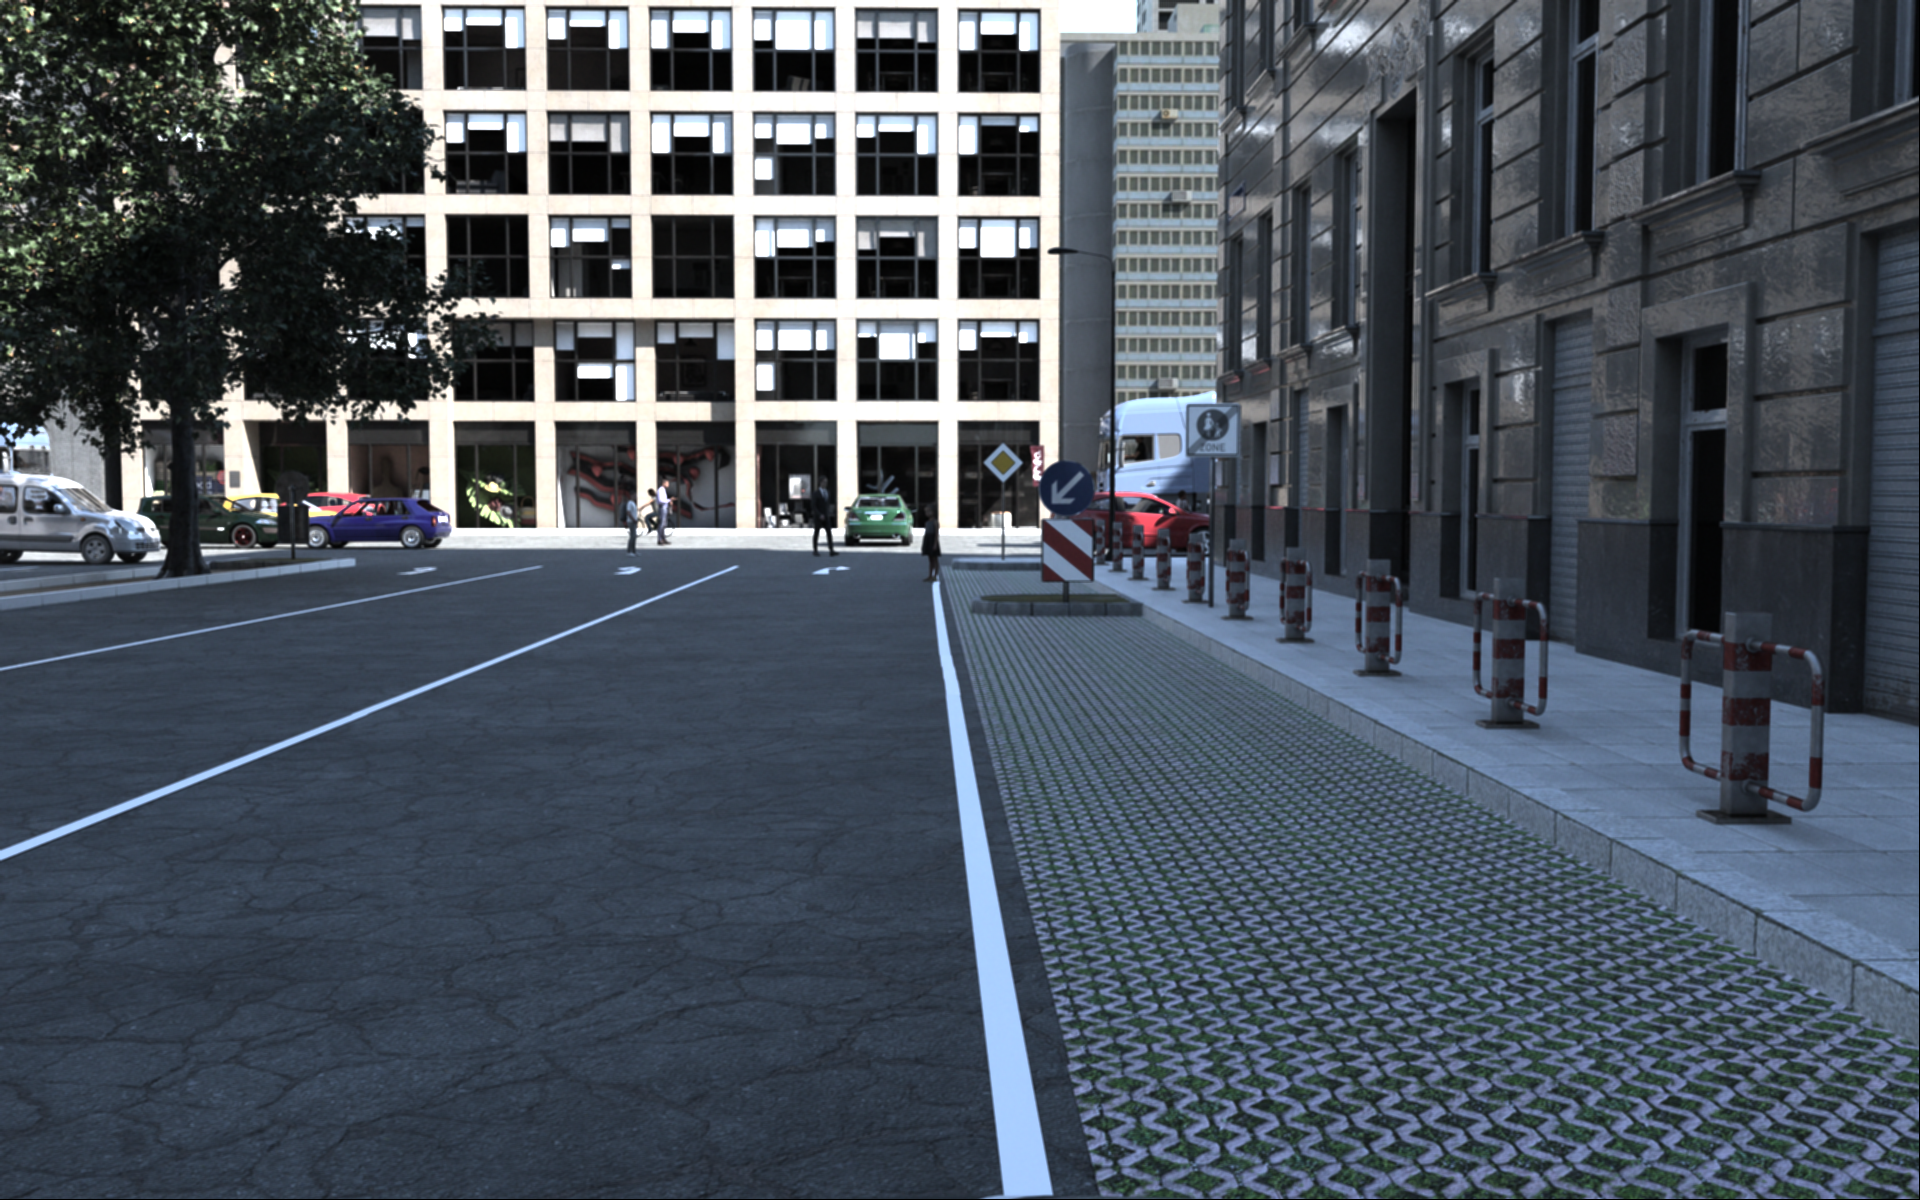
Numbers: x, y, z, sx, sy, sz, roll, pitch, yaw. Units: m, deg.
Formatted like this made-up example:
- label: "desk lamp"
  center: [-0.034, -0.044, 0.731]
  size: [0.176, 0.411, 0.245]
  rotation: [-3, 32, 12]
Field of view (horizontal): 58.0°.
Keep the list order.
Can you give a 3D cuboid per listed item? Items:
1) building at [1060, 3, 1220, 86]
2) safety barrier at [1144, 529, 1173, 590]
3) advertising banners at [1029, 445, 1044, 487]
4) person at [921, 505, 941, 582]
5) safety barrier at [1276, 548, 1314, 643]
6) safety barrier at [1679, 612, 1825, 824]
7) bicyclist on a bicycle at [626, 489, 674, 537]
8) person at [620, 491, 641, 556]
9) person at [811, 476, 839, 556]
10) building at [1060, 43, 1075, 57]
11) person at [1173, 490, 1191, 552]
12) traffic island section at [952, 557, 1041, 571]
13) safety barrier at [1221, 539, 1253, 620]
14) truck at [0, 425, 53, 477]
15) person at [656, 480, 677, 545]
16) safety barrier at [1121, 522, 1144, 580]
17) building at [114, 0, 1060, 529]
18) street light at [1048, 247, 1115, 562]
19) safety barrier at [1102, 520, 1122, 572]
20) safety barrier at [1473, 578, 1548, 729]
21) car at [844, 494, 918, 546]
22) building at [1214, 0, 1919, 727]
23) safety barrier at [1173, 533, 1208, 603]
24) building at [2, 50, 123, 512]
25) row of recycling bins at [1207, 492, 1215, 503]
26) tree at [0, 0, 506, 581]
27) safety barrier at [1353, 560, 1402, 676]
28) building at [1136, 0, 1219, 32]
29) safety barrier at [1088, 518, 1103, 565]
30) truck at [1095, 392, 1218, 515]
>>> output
- label: "building"
  center: [17.944, -27.505, 141.594]
  size: [32.217, 40.220, 23.993]
  rotation: [0, 4, -1]
- label: "safety barrier"
  center: [2.725, -0.544, 23.177]
  size: [0.300, 0.817, 1.120]
  rotation: [0, 4, -1]
- label: "advertising banners"
  center: [3.523, -4.028, 62.038]
  size: [2.074, 3.025, 0.090]
  rotation: [0, 4, 1]
- label: "person"
  center: [-0.477, -0.919, 28.202]
  size: [0.373, 1.253, 0.362]
  rotation: [-2, 4, -34]
- label: "safety barrier"
  center: [2.903, -0.044, 14.992]
  size: [0.300, 0.817, 1.120]
  rotation: [0, 4, -1]
- label: "safety barrier"
  center: [3.080, 0.458, 6.786]
  size: [0.300, 0.817, 1.120]
  rotation: [0, 4, -1]
- label: "bicyclist on a bicycle"
  center: [-10.337, -2.918, 57.734]
  size: [1.625, 1.676, 1.499]
  rotation: [0, 4, -3]
- label: "person"
  center: [-7.540, -1.759, 39.860]
  size: [0.523, 1.515, 0.503]
  rotation: [-2, 4, -32]
- label: "person"
  center: [-3.124, -1.938, 39.966]
  size: [0.659, 1.850, 0.755]
  rotation: [-3, 5, -44]
- label: "building"
  center: [7.770, -29.160, 160.352]
  size: [14.154, 41.232, 14.086]
  rotation: [0, 4, -1]
- label: "person"
  center: [5.448, -1.933, 42.573]
  size: [0.387, 1.526, 0.523]
  rotation: [-2, 4, -23]
- label: "traffic island section"
  center: [0.857, -0.694, 33.627]
  size: [2.009, 0.180, 2.903]
  rotation: [0, 4, -1]
- label: "safety barrier"
  center: [2.838, -0.211, 17.718]
  size: [0.300, 0.817, 1.120]
  rotation: [0, 4, -1]
- label: "truck"
  center: [-39.002, -4.093, 56.673]
  size: [18.799, 4.110, 2.967]
  rotation: [0, 4, -3]
- label: "person"
  center: [-8.238, -2.472, 48.788]
  size: [0.599, 1.838, 0.709]
  rotation: [0, 4, 1]
- label: "safety barrier"
  center: [2.663, -0.711, 25.894]
  size: [0.300, 0.817, 1.120]
  rotation: [0, 4, -1]
- label: "building"
  center: [-13.593, -16.361, 72.016]
  size: [34.151, 26.468, 19.350]
  rotation: [0, 4, -1]
- label: "street light"
  center: [2.351, -3.685, 32.789]
  size: [1.470, 5.913, 1.316]
  rotation: [0, 4, -1]
- label: "safety barrier"
  center: [2.605, -0.877, 28.612]
  size: [0.300, 0.817, 1.120]
  rotation: [0, 4, -1]
- label: "safety barrier"
  center: [3.017, 0.291, 9.526]
  size: [0.300, 0.817, 1.120]
  rotation: [0, 4, -1]
- label: "car"
  center: [-2.276, -2.288, 49.213]
  size: [2.131, 1.459, 4.920]
  rotation: [0, 4, 0]
- label: "building"
  center: [10.500, -13.560, 18.970]
  size: [12.463, 27.353, 25.104]
  rotation: [0, 4, -1]
- label: "safety barrier"
  center: [2.781, -0.377, 20.435]
  size: [0.300, 0.817, 1.120]
  rotation: [0, 4, -1]
- label: "building"
  center: [-41.294, -15.298, 68.152]
  size: [19.932, 24.808, 12.078]
  rotation: [0, 4, -1]
- label: "row of recycling bins"
  center: [17.882, -7.281, 126.157]
  size: [1.069, 1.692, 3.534]
  rotation: [-2, 4, -27]
- label: "tree"
  center: [-12.788, -6.658, 28.330]
  size: [9.611, 12.733, 9.660]
  rotation: [0, 3, 0]
- label: "safety barrier"
  center: [2.957, 0.124, 12.255]
  size: [0.300, 0.817, 1.120]
  rotation: [0, 4, -1]
- label: "building"
  center: [34.776, -48.536, 231.818]
  size: [20.611, 71.187, 20.563]
  rotation: [0, 4, -1]
- label: "safety barrier"
  center: [2.545, -1.044, 31.338]
  size: [0.300, 0.817, 1.120]
  rotation: [0, 4, -1]
- label: "truck"
  center: [12.413, -3.483, 46.712]
  size: [18.799, 4.110, 2.967]
  rotation: [0, 4, -3]
